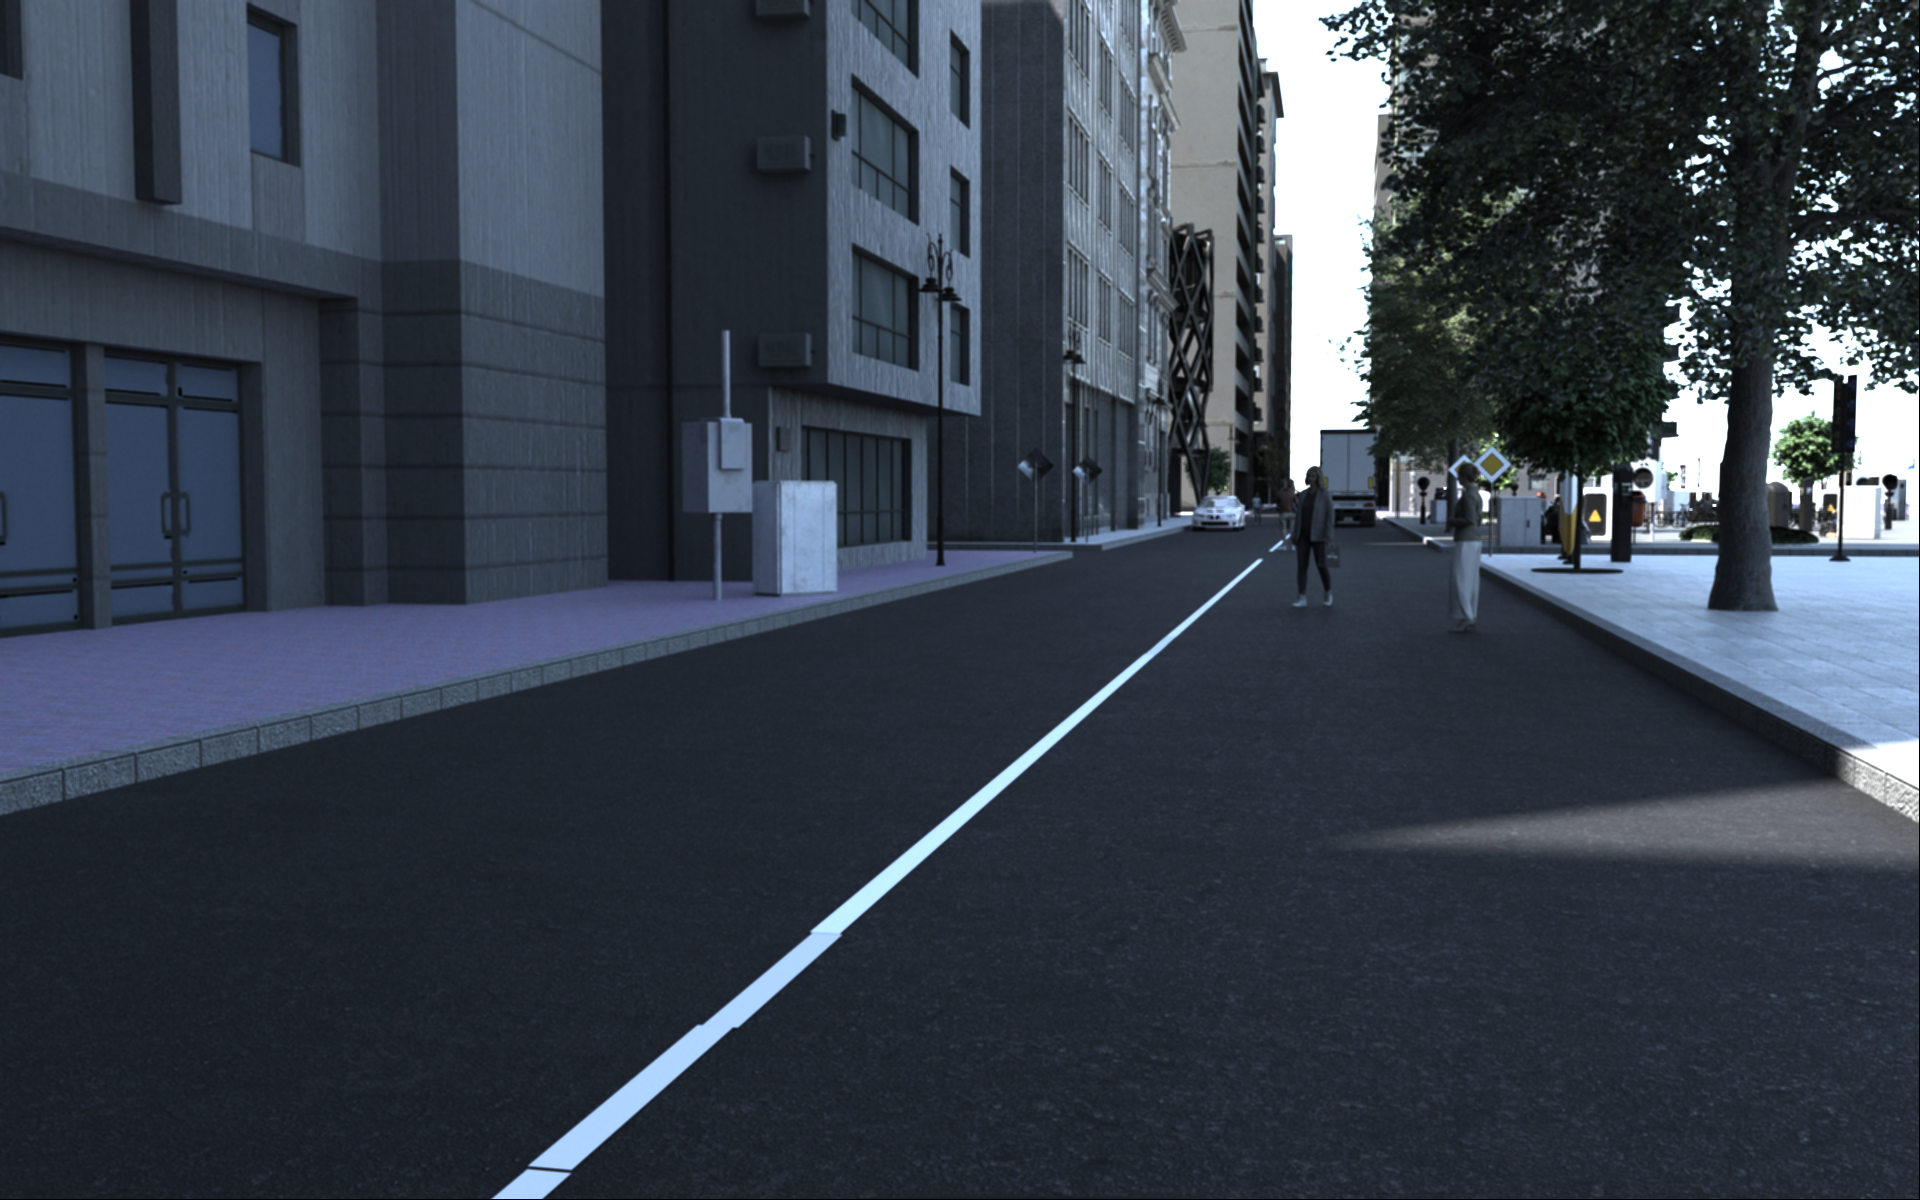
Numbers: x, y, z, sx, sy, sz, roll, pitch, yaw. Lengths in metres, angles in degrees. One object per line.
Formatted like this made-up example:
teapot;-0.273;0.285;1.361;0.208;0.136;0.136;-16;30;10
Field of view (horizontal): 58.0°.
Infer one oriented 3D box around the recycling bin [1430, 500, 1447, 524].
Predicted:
recycling bin;20.929;-3.843;75.385;0.722;1.027;0.722;0;4;-6

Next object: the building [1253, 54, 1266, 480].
building;18.581;-31.606;171.380;22.147;44.769;28.867;1;4;12

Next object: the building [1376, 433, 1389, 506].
building;53.181;-52.543;171.752;22.319;86.520;31.000;1;4;12

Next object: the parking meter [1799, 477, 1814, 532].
parking meter;28.552;-3.226;58.450;0.399;1.863;0.255;-1;4;-9

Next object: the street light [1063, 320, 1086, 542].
street light;3.031;-4.484;46.108;0.468;5.910;1.993;1;4;12

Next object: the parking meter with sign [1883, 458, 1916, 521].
parking meter with sign;45.535;-5.369;84.048;1.738;3.016;0.543;-2;4;-29

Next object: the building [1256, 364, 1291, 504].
building;32.604;-24.554;246.503;27.650;21.520;28.899;1;4;12

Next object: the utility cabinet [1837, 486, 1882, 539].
utility cabinet;25.756;-2.504;49.619;0.318;1.500;1.173;-2;4;-26

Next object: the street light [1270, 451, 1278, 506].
street light;33.779;-13.124;187.364;0.468;5.910;1.993;1;4;12

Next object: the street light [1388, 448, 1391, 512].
street light;30.568;-9.198;123.176;0.468;5.910;1.993;1;4;12

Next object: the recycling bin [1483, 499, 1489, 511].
recycling bin;27.086;-4.661;88.757;0.722;1.027;0.722;0;4;3

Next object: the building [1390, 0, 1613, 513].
building;38.100;-26.910;123.577;14.154;41.232;14.086;1;4;12

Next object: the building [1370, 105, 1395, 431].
building;60.668;-35.773;208.598;21.300;48.544;21.600;1;4;12

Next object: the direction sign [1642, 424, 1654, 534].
direction sign;22.312;-3.919;56.079;0.379;3.537;0.876;1;4;8

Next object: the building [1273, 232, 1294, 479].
building;43.629;-35.591;265.502;14.154;41.232;14.086;1;4;12

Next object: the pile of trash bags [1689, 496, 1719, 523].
pile of trash bags;37.960;-4.705;86.672;3.447;1.369;1.912;2;4;23

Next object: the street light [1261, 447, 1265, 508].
street light;28.907;-11.772;165.262;0.468;5.910;1.993;1;4;12

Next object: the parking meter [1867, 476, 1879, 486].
parking meter;29.868;-3.118;56.698;0.255;1.863;0.399;0;4;5

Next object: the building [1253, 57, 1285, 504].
building;25.481;-38.380;216.752;28.713;52.752;27.495;1;4;12

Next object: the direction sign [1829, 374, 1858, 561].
direction sign;16.854;-2.512;33.072;0.379;3.537;0.876;0;4;1

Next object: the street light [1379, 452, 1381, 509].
street light;35.277;-10.552;145.313;0.468;5.910;1.993;1;4;12

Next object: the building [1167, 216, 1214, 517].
building;5.648;-14.058;97.294;16.820;18.784;16.811;1;4;12

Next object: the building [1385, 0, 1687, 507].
building;46.985;-29.919;143.795;22.147;44.769;28.867;1;4;12

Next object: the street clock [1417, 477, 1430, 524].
street clock;19.640;-4.212;73.431;0.471;2.002;0.358;0;4;4

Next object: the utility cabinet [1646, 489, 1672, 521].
utility cabinet;33.126;-4.489;82.080;0.318;1.500;1.173;-2;4;-32

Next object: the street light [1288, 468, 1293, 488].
street light;51.745;-18.146;269.469;0.468;5.910;1.993;1;4;12

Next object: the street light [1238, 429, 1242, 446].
street light;19.296;-9.033;120.479;0.468;5.910;1.993;1;4;12

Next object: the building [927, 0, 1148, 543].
building;-1.074;-14.535;55.666;12.078;24.808;19.932;1;4;12

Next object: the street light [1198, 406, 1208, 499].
street light;12.698;-7.205;90.584;0.468;5.910;1.993;1;4;12

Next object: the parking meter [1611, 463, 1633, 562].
parking meter;12.493;-1.650;32.683;0.255;1.863;0.399;0;4;-3

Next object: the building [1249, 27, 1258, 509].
building;17.922;-28.444;148.656;14.154;41.232;14.086;1;4;12

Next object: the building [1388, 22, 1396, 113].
building;72.073;-50.179;258.675;20.563;71.187;20.611;1;4;12

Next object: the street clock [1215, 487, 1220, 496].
street clock;16.563;-6.534;111.402;0.358;2.002;0.471;1;4;13

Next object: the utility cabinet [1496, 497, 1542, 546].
utility cabinet;13.806;-1.934;42.787;1.020;1.237;0.306;0;4;0

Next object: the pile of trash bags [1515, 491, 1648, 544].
pile of trash bags;15.961;-2.147;44.859;3.447;1.369;1.912;2;4;24

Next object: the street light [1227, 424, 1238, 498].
street light;17.610;-8.556;112.677;0.468;5.910;1.993;1;4;12

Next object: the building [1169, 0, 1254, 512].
building;10.858;-31.055;131.446;21.300;48.544;21.600;1;4;12

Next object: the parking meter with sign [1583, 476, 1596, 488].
parking meter with sign;27.187;-4.825;75.153;1.738;3.016;0.543;2;4;31

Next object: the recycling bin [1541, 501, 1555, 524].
recycling bin;21.091;-3.068;62.722;0.722;1.027;0.722;-3;5;-44

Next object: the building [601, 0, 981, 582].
building;-7.167;-15.939;32.300;14.107;30.474;14.160;1;4;12

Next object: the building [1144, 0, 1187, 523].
building;2.147;-17.722;77.140;14.401;28.519;23.554;1;4;12

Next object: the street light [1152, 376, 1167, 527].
street light;7.879;-5.840;68.275;0.468;5.910;1.993;1;4;12

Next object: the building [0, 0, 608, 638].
building;-18.098;-28.670;10.755;21.231;58.520;28.212;1;4;12

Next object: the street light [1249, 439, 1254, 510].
street light;24.041;-10.399;142.803;0.468;5.910;1.993;1;4;12

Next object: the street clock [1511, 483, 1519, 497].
street clock;36.516;-6.700;114.111;0.471;2.002;0.358;0;4;0

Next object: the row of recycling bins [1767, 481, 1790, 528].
row of recycling bins;26.310;-3.057;57.099;1.069;1.692;3.534;0;4;5

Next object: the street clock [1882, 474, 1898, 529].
street clock;33.771;-3.571;62.954;0.471;2.002;0.358;1;4;12

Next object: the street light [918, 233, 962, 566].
street light;-0.349;-3.555;30.913;0.468;5.910;1.993;1;4;12
